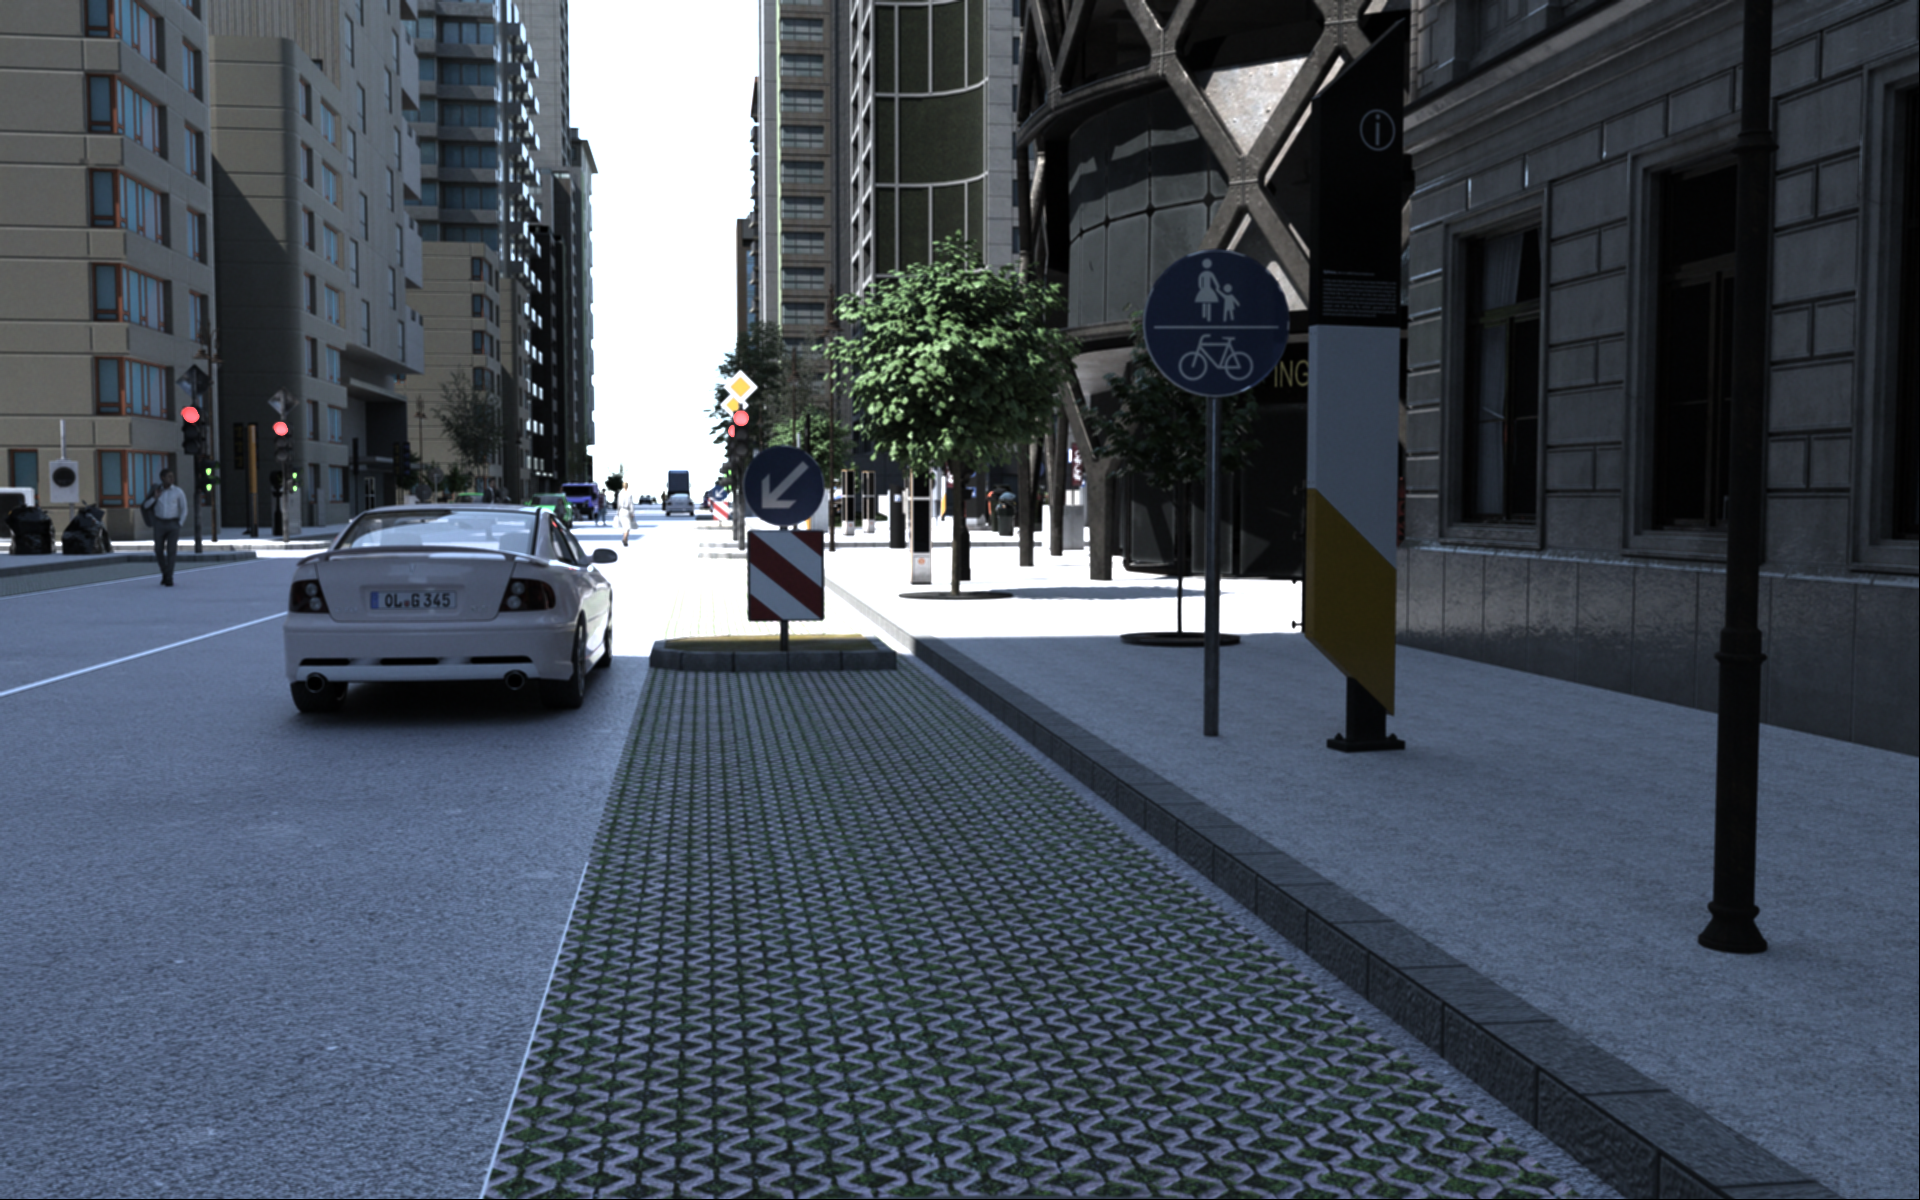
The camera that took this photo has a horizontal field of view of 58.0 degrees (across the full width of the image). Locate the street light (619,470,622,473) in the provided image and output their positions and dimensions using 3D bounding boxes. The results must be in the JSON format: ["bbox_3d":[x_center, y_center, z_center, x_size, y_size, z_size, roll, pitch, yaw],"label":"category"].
[{"bbox_3d":[-53.072,-18.205,270.437,0.468,5.910,1.993,-1,4,-8],"label":"street light"}]

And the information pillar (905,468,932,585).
[{"bbox_3d":[-0.566,-1.222,24.475,0.304,2.012,0.304,-1,4,-10],"label":"information pillar"}]

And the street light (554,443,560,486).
[{"bbox_3d":[-36.120,-11.178,155.547,0.468,5.910,1.993,-1,4,-8],"label":"street light"}]

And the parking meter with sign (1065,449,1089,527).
[{"bbox_3d":[5.012,-4.315,66.812,1.738,3.016,0.543,-2,4,-35],"label":"parking meter with sign"}]

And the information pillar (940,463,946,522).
[{"bbox_3d":[-0.770,-5.481,80.971,0.183,3.616,0.504,-1,4,-18],"label":"information pillar"}]

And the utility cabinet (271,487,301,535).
[{"bbox_3d":[-20.924,-2.761,53.825,0.318,1.500,1.173,1,4,9],"label":"utility cabinet"}]

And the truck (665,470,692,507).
[{"bbox_3d":[-29.968,-11.888,184.132,2.967,4.110,18.799,-1,4,-9],"label":"truck"}]

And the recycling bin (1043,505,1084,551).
[{"bbox_3d":[2.366,-1.658,39.655,0.722,1.027,0.722,-2,4,-30],"label":"recycling bin"}]

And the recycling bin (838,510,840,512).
[{"bbox_3d":[-7.228,-5.164,96.992,0.722,1.027,0.722,-3,4,-39],"label":"recycling bin"}]

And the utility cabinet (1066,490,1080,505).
[{"bbox_3d":[6.537,-5.402,97.001,1.173,1.500,0.318,1,4,13],"label":"utility cabinet"}]

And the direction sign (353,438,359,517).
[{"bbox_3d":[-24.384,-4.768,69.949,0.379,3.537,0.876,-2,4,-31],"label":"direction sign"}]

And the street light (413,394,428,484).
[{"bbox_3d":[-24.944,-6.567,80.163,0.468,5.910,1.993,-1,4,-8],"label":"street light"}]

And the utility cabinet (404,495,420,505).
[{"bbox_3d":[-27.403,-4.615,86.621,0.306,1.237,1.020,1,4,13],"label":"utility cabinet"}]

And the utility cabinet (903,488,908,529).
[{"bbox_3d":[-1.802,-3.294,62.536,0.318,1.500,1.173,-1,4,-15],"label":"utility cabinet"}]

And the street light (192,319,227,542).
[{"bbox_3d":[-19.806,-4.468,45.837,0.468,5.910,1.993,-1,4,-8],"label":"street light"}]

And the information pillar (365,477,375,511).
[{"bbox_3d":[-26.089,-4.409,76.586,0.304,2.012,0.304,2,4,32],"label":"information pillar"}]

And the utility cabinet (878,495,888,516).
[{"bbox_3d":[-4.005,-5.117,94.817,1.020,1.237,0.306,3,5,42],"label":"utility cabinet"}]

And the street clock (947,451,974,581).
[{"bbox_3d":[0.033,-1.282,25.531,0.358,2.002,0.471,-2,4,-34],"label":"street clock"}]

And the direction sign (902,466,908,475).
[{"bbox_3d":[-2.684,-5.699,85.183,0.379,3.537,0.876,1,4,21],"label":"direction sign"}]

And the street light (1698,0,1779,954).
[{"bbox_3d":[2.194,-1.954,4.740,0.468,5.910,1.993,-1,4,-8],"label":"street light"}]

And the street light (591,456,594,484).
[{"bbox_3d":[-43.160,-14.097,203.280,0.468,5.910,1.993,-1,4,-8],"label":"street light"}]

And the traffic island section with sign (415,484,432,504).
[{"bbox_3d":[-21.054,-3.629,67.956,1.989,1.847,2.006,-1,4,-8],"label":"traffic island section with sign"}]

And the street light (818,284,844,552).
[{"bbox_3d":[-2.835,-4.003,38.231,0.468,5.910,1.993,-1,4,-8],"label":"street light"}]

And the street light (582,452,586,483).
[{"bbox_3d":[-41.023,-13.243,189.308,0.468,5.910,1.993,-1,4,-8],"label":"street light"}]

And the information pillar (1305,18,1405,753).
[{"bbox_3d":[1.967,-1.054,8.593,0.504,3.616,0.183,-1,4,-19],"label":"information pillar"}]

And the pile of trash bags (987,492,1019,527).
[{"bbox_3d":[1.888,-3.480,66.648,1.912,1.369,3.447,2,4,23],"label":"pile of trash bags"}]

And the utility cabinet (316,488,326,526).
[{"bbox_3d":[-25.076,-3.629,68.008,0.318,1.500,1.173,-1,4,-22],"label":"utility cabinet"}]

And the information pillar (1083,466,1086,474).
[{"bbox_3d":[6.379,-5.920,88.150,0.183,3.616,0.504,-3,4,-36],"label":"information pillar"}]

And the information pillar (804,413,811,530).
[{"bbox_3d":[-4.419,-3.598,50.186,0.183,3.616,0.504,-1,4,-16],"label":"information pillar"}]

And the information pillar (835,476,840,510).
[{"bbox_3d":[-6.134,-5.765,85.618,0.504,3.616,0.183,3,5,44],"label":"information pillar"}]

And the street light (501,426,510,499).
[{"bbox_3d":[-29.833,-8.617,113.675,0.468,5.910,1.993,-1,4,-8],"label":"street light"}]

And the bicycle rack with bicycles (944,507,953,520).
[{"bbox_3d":[0.654,-4.503,87.009,2.925,0.926,2.852,-3,4,-38],"label":"bicycle rack with bicycles"}]

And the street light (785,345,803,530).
[{"bbox_3d":[-5.159,-4.963,53.938,0.468,5.910,1.993,-1,4,-8],"label":"street light"}]

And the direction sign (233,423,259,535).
[{"bbox_3d":[-22.631,-3.852,54.975,0.876,3.537,0.379,1,4,14],"label":"direction sign"}]

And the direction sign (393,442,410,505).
[{"bbox_3d":[-24.378,-5.118,75.673,0.876,3.537,0.379,1,4,20],"label":"direction sign"}]

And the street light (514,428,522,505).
[{"bbox_3d":[-30.999,-9.111,121.747,0.468,5.910,1.993,-1,4,-8],"label":"street light"}]

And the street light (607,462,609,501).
[{"bbox_3d":[-48.056,-16.147,236.791,0.468,5.910,1.993,-1,4,-8],"label":"street light"}]

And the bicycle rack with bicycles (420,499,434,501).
[{"bbox_3d":[-36.244,-6.380,117.702,2.852,0.926,2.925,-1,4,-23],"label":"bicycle rack with bicycles"}]

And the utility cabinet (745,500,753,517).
[{"bbox_3d":[-11.954,-5.312,98.014,0.306,1.237,1.020,0,4,2],"label":"utility cabinet"}]

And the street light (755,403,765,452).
[{"bbox_3d":[-10.056,-7.013,87.448,0.468,5.910,1.993,-1,4,-8],"label":"street light"}]

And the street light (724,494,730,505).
[{"bbox_3d":[-28.374,-14.565,210.930,0.468,5.910,1.993,-1,4,-8],"label":"street light"}]

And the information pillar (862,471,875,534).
[{"bbox_3d":[-2.953,-3.154,56.057,0.304,2.012,0.304,-3,5,-41],"label":"information pillar"}]

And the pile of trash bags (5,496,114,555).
[{"bbox_3d":[-20.034,-1.681,37.230,3.447,1.369,1.912,0,4,-4],"label":"pile of trash bags"}]

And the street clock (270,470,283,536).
[{"bbox_3d":[-20.837,-2.957,52.921,0.358,2.002,0.471,1,4,13],"label":"street clock"}]

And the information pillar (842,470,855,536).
[{"bbox_3d":[-3.396,-2.949,52.709,0.304,2.012,0.304,-2,4,-30],"label":"information pillar"}]
